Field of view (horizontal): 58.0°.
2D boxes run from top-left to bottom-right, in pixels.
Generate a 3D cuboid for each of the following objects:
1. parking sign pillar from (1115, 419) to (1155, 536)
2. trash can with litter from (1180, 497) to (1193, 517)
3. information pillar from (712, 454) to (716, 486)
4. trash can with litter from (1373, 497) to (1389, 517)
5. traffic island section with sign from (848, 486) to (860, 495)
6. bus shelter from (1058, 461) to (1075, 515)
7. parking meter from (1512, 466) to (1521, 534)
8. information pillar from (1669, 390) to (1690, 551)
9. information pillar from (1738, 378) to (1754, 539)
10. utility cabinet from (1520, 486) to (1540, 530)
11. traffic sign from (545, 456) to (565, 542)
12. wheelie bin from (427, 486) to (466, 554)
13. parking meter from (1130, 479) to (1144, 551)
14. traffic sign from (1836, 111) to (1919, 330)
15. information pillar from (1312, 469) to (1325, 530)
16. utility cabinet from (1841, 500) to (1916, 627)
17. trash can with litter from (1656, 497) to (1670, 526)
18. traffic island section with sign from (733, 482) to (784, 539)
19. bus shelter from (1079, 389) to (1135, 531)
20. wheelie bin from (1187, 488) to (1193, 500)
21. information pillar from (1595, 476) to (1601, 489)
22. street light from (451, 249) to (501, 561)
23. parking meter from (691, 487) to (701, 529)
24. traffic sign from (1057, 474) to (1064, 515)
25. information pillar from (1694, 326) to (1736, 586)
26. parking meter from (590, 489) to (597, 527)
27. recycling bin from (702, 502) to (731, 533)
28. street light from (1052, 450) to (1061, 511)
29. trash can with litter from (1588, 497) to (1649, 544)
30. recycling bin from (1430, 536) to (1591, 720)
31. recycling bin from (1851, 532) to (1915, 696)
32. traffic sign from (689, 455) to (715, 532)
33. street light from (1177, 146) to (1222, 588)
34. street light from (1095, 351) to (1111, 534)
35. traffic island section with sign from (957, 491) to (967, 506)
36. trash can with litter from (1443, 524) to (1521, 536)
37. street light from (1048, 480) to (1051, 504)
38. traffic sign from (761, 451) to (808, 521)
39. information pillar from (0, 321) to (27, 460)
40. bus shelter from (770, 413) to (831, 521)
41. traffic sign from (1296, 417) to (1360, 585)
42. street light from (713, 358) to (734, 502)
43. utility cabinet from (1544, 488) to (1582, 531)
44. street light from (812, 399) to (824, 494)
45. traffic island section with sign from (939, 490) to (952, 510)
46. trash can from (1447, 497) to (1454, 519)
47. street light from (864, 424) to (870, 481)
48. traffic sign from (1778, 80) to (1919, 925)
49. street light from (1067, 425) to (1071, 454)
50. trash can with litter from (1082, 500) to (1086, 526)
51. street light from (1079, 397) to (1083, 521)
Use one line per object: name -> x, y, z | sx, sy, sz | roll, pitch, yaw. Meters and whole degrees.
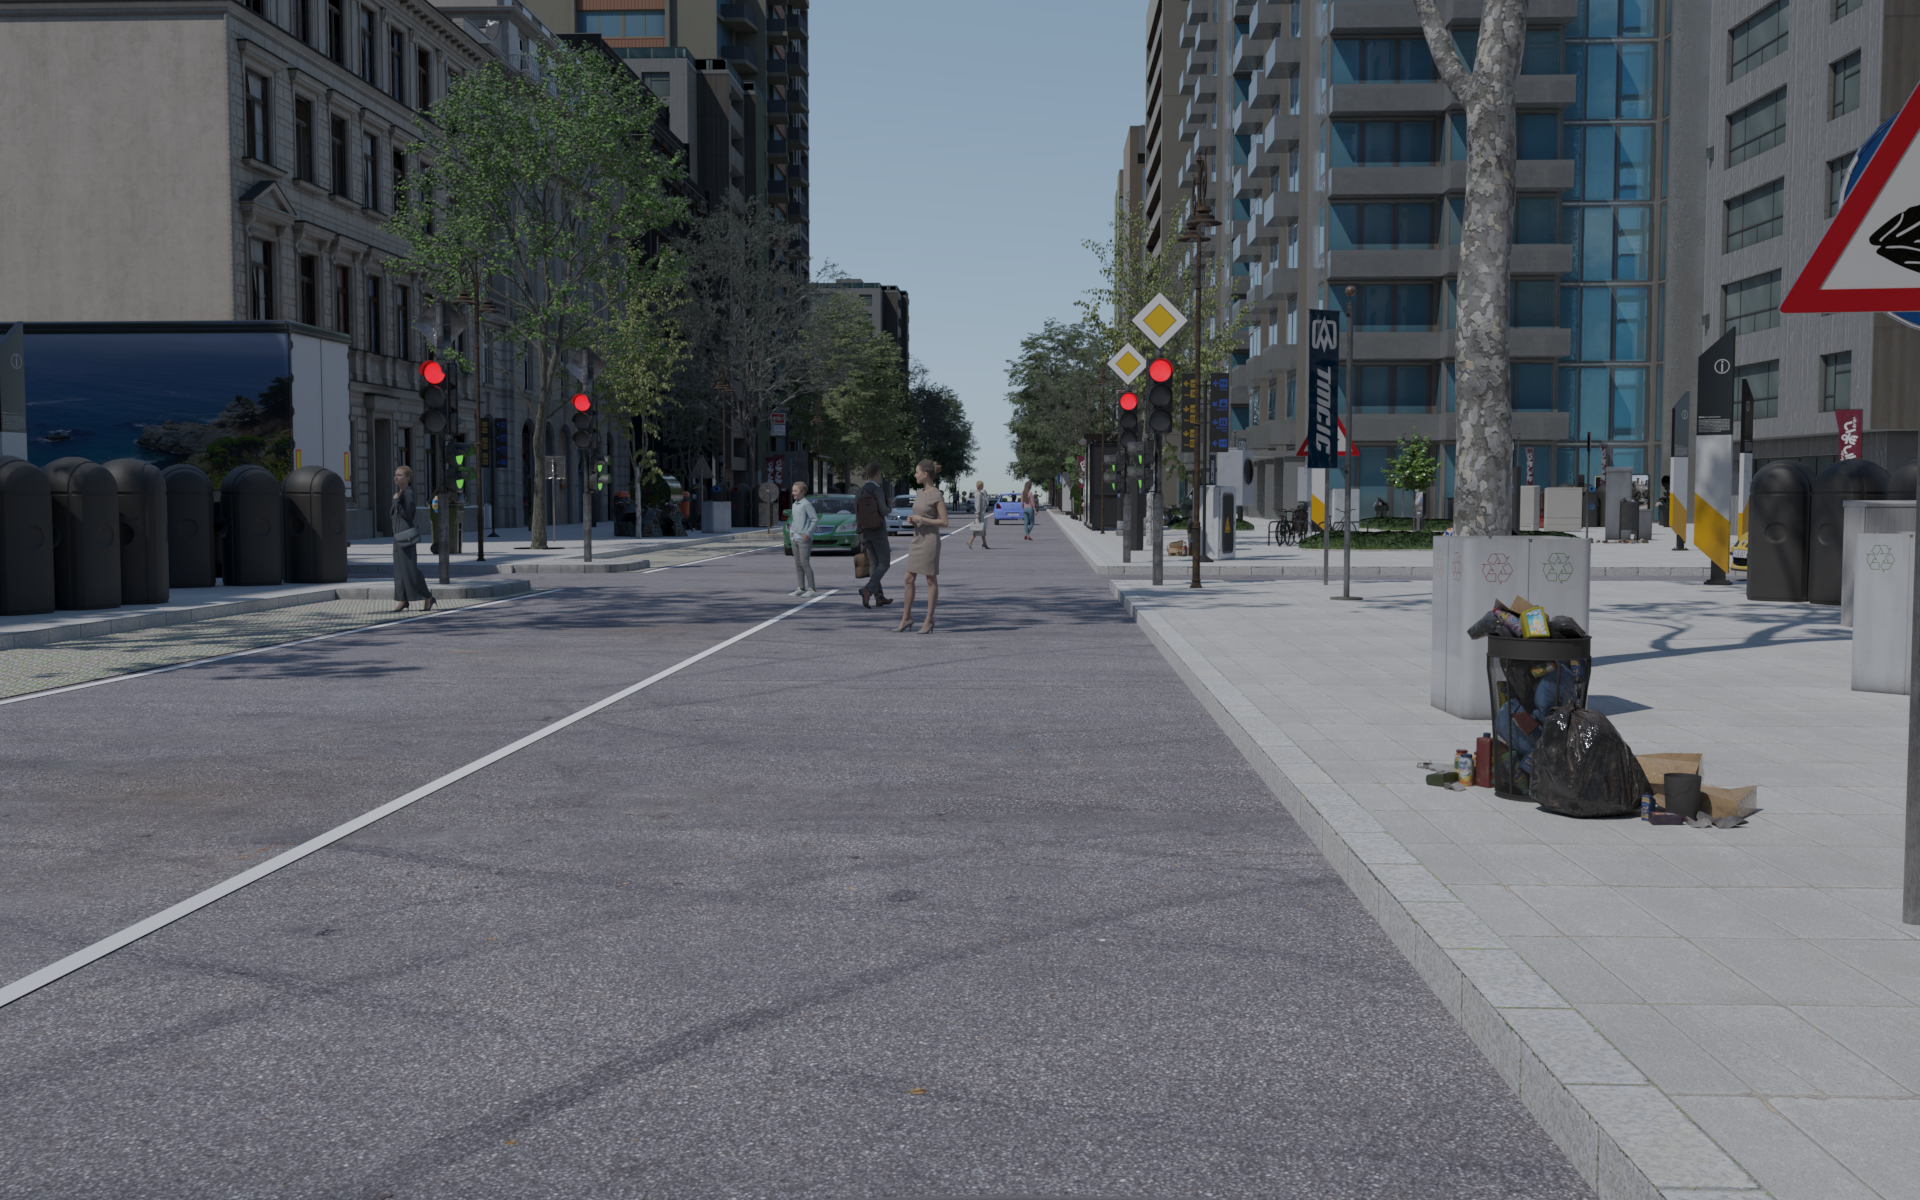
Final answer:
parking sign pillar -> 5.518, -3.963, 53.272 | 1.447, 3.967, 1.447 | -1, 4, -8
trash can with litter -> 9.568, -3.695, 71.806 | 0.624, 1.170, 1.055 | -1, 4, -19
information pillar -> -14.443, -6.750, 101.717 | 0.183, 3.616, 0.504 | -2, 4, -33
trash can with litter -> 16.422, -3.368, 66.458 | 1.055, 1.170, 0.624 | 0, 4, 7
traffic island section with sign -> -4.978, -4.495, 82.127 | 1.989, 1.847, 2.006 | 0, 4, 2
bus shelter -> 6.749, -6.570, 101.345 | 2.014, 3.302, 5.546 | 0, 4, 2
parking meter -> 11.643, -1.895, 36.691 | 0.399, 1.863, 0.255 | 3, 4, 37
information pillar -> 16.239, -2.919, 39.080 | 0.504, 3.616, 0.183 | -2, 4, -28
information pillar -> 15.973, -2.683, 35.215 | 0.183, 3.616, 0.504 | 3, 5, 43
utility cabinet -> 14.962, -2.316, 46.548 | 0.318, 1.500, 1.173 | -3, 5, -41
traffic sign -> -10.914, -2.715, 46.523 | 0.606, 2.300, 0.079 | 0, 4, 3
wheelie bin -> -11.009, -1.793, 37.226 | 0.693, 1.594, 0.980 | 0, 4, -1
parking meter -> 3.985, -2.050, 39.234 | 0.255, 1.863, 0.399 | 2, 4, 28
traffic sign -> 3.186, -0.336, 5.598 | 0.768, 2.556, 0.104 | 0, 4, 5
information pillar -> 10.216, -3.525, 48.983 | 0.504, 3.616, 0.183 | 1, 4, 19
utility cabinet -> 9.087, -0.346, 16.825 | 1.020, 1.237, 0.306 | -1, 4, -17
trash can with litter -> 28.590, -3.609, 70.387 | 0.624, 1.170, 1.055 | 1, 4, 21
traffic island section with sign -> -6.106, -2.848, 55.196 | 1.989, 1.847, 2.006 | 0, 4, 2
bus shelter -> 5.523, -5.287, 64.077 | 2.179, 5.291, 8.768 | 0, 4, 2
wheelie bin -> 12.371, -5.142, 91.981 | 0.693, 1.594, 0.980 | 0, 4, 3
information pillar -> 26.253, -4.078, 71.169 | 0.304, 2.012, 0.304 | 2, 4, 31
street light -> -9.157, -3.678, 32.928 | 0.468, 5.910, 1.993 | 0, 4, 2
parking meter -> -9.832, -3.437, 64.603 | 0.372, 1.533, 0.369 | 0, 3, 0
traffic sign -> 6.283, -6.448, 105.525 | 0.768, 2.556, 0.104 | 1, 4, 11
information pillar -> 10.628, -2.020, 24.374 | 0.504, 3.616, 0.183 | 3, 5, 39
parking meter -> -14.227, -3.574, 66.839 | 0.372, 1.533, 0.369 | 0, 3, 0
recycling bin -> -8.000, -2.710, 56.854 | 0.722, 1.027, 0.722 | -3, 5, -41
street light -> 8.748, -11.278, 157.182 | 0.468, 5.910, 1.993 | 0, 4, 2
trash can with litter -> 17.072, -2.093, 45.270 | 2.233, 1.210, 1.678 | -1, 4, -9
recycling bin -> 3.215, 0.147, 10.158 | 0.722, 1.027, 0.722 | 0, 4, -1
recycling bin -> 6.304, 0.081, 11.232 | 0.722, 1.027, 0.722 | -3, 5, -40
traffic sign -> -8.637, -3.544, 57.952 | 0.884, 2.594, 0.081 | 0, 4, 8
street light -> 3.225, -3.101, 23.482 | 0.468, 5.910, 1.993 | 0, 4, 2
street light -> 4.577, -5.053, 55.410 | 0.468, 5.910, 1.993 | 0, 4, 2
traffic island section with sign -> 0.607, -12.610, 214.799 | 1.989, 1.847, 2.006 | 0, 4, 2
trash can with litter -> 5.069, -0.297, 16.246 | 1.055, 1.170, 0.624 | -2, 4, -28
street light -> 9.845, -12.865, 183.135 | 0.468, 5.910, 1.993 | 0, 4, 2
traffic sign -> -8.343, -5.407, 82.283 | 2.265, 3.308, 0.079 | 1, 4, 9
information pillar -> -12.748, -1.955, 23.314 | 0.183, 3.616, 0.504 | 1, 4, 10
bus shelter -> -8.128, -6.748, 87.969 | 2.179, 5.291, 8.768 | 0, 4, 3
traffic sign -> 5.150, -1.486, 24.307 | 0.884, 2.594, 0.081 | 0, 4, 4
street light -> -8.015, -5.268, 58.927 | 0.468, 5.910, 1.993 | 0, 4, 2
utility cabinet -> 20.385, -3.051, 58.559 | 1.173, 1.500, 0.318 | 0, 4, -3
street light -> -6.902, -6.829, 84.449 | 0.468, 5.910, 1.993 | 0, 4, 2
traffic island section with sign -> -1.721, -9.236, 159.635 | 1.989, 1.847, 2.006 | 0, 4, 2
trash can -> 20.678, -3.711, 72.327 | 0.748, 1.137, 0.748 | 0, 3, 0
street light -> -5.844, -8.356, 109.413 | 0.468, 5.910, 1.993 | 0, 4, 2
traffic sign -> 2.853, -0.312, 5.102 | 0.884, 2.594, 0.081 | 0, 4, 8
street light -> 6.664, -8.191, 106.712 | 0.468, 5.910, 1.993 | 0, 4, 2
trash can with litter -> 5.122, -3.551, 69.448 | 0.624, 1.170, 1.055 | 0, 4, -4
street light -> 5.655, -6.629, 81.166 | 0.468, 5.910, 1.993 | 0, 4, 2
